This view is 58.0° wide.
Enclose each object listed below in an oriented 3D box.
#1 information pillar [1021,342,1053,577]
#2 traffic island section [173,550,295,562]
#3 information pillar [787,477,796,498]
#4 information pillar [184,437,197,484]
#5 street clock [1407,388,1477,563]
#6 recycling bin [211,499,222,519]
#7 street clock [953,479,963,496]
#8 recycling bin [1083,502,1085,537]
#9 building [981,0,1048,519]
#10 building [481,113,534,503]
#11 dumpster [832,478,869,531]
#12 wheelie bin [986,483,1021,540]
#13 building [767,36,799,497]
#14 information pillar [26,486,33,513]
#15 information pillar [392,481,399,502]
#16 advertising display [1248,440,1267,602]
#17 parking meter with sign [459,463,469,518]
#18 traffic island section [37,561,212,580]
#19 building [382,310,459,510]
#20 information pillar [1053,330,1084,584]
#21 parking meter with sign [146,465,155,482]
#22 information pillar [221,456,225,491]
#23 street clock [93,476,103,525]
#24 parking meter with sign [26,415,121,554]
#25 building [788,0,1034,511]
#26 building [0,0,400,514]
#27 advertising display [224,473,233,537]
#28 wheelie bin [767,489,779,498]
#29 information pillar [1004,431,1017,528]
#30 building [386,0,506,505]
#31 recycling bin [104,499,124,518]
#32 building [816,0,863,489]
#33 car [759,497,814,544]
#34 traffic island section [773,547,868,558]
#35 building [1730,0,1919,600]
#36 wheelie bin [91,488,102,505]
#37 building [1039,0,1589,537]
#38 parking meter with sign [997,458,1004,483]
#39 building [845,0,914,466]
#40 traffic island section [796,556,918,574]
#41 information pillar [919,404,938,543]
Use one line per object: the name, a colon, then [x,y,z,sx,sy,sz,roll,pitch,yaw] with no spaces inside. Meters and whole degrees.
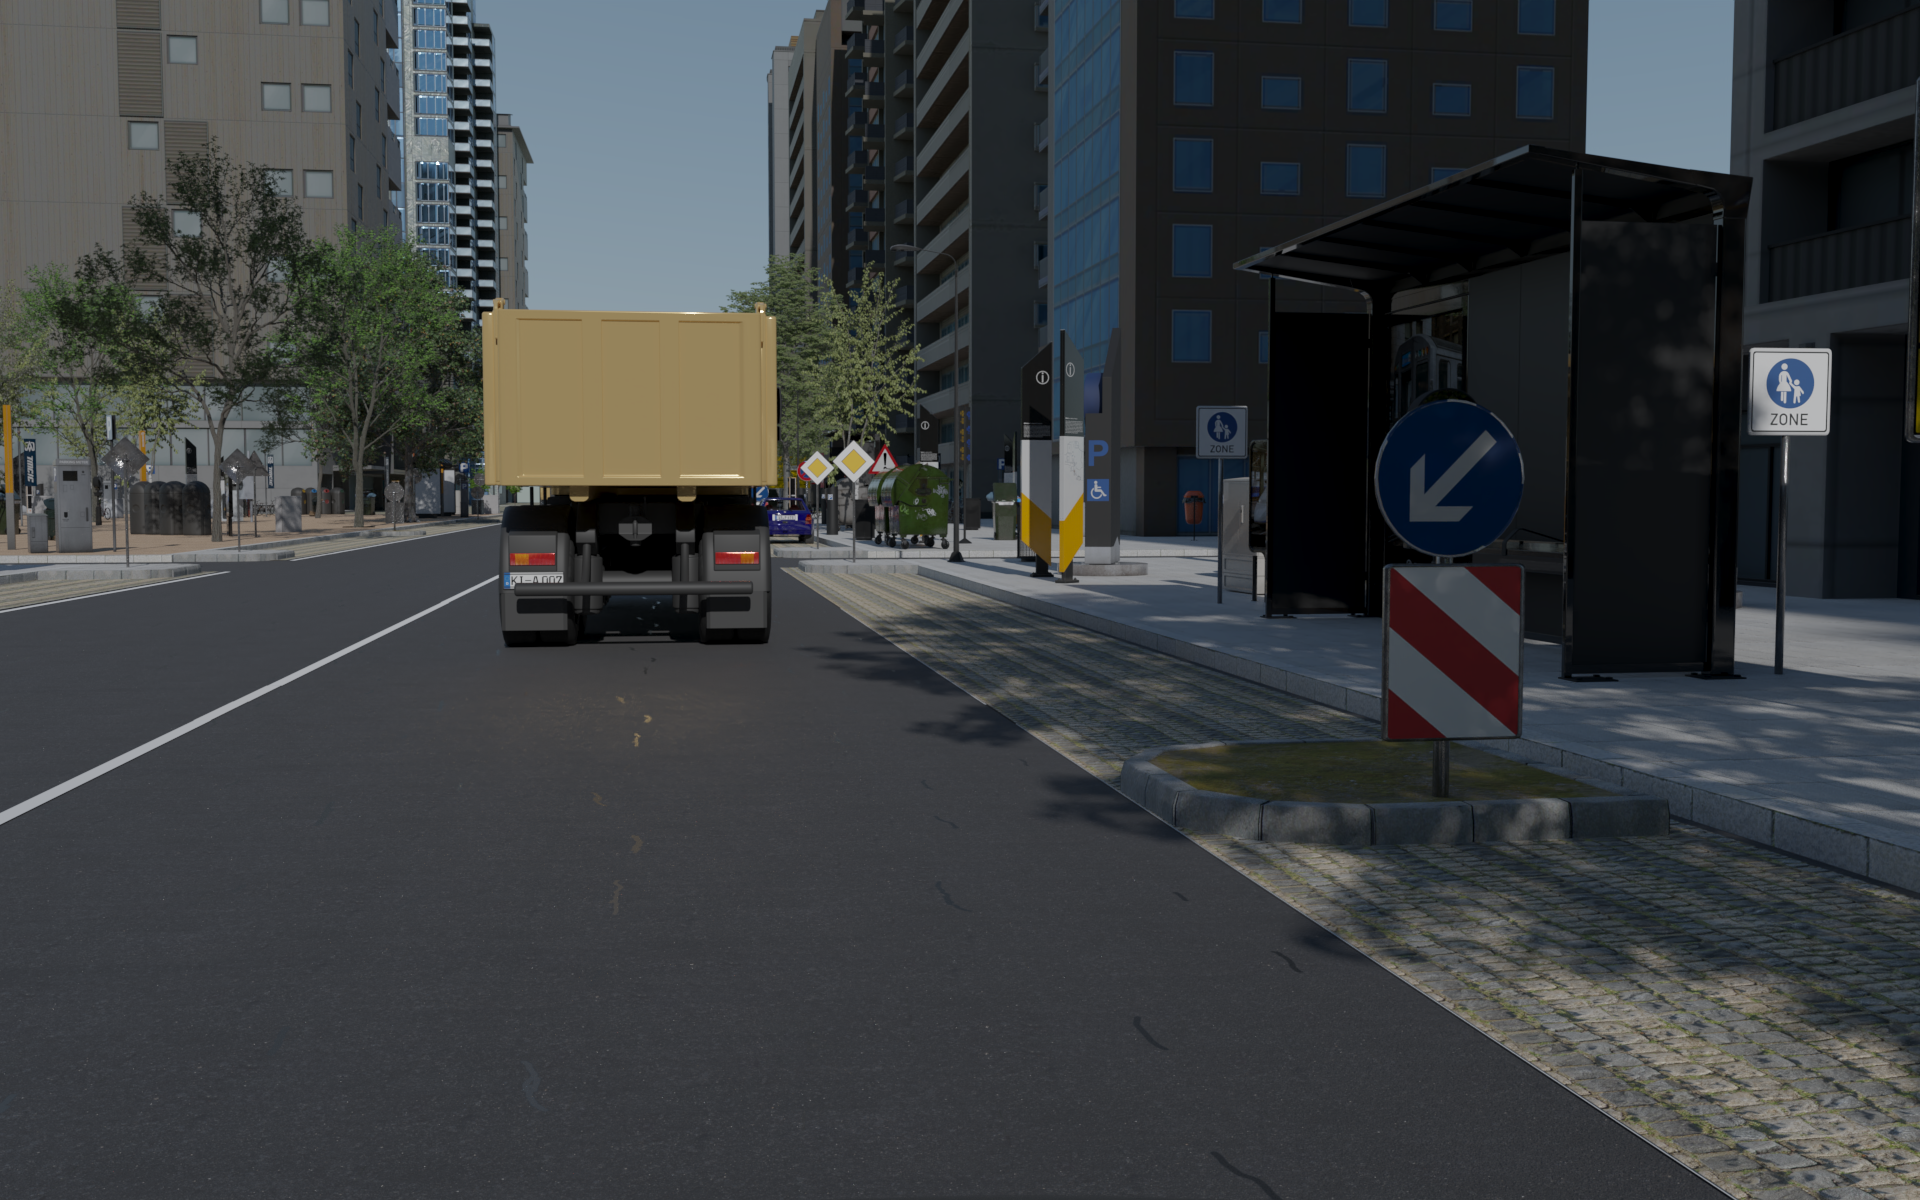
information pillar: [1.187,-2.159,26.658,0.504,3.616,0.183,-1,4,-12]
traffic island section: [-15.902,-0.972,38.169,2.009,0.180,2.903,-1,4,-10]
information pillar: [-7.382,-4.373,75.990,0.304,2.012,0.304,-2,4,-25]
information pillar: [-31.665,-4.892,71.331,0.183,3.616,0.504,2,4,34]
street clock: [3.324,-0.452,11.959,0.471,2.002,0.358,0,4,-1]
recycling bin: [-39.252,-4.806,91.127,0.722,1.027,0.722,0,4,6]
street clock: [-0.091,-4.784,82.793,0.358,2.002,0.471,3,5,42]
recycling bin: [3.938,-2.438,52.418,0.722,1.027,0.722,-1,4,-10]
building: [9.361,-29.118,99.783,21.300,48.544,21.600,-1,4,-10]
building: [-74.745,-39.906,241.705,28.713,52.752,27.495,-1,4,-10]
dumpster: [-3.816,-3.338,60.333,1.264,1.857,1.865,-1,4,-10]
wheelie bin: [1.210,-2.461,48.142,0.980,1.594,0.693,0,4,-6]
building: [-15.003,-42.169,231.466,21.231,58.520,28.212,-1,4,-10]
information pillar: [-52.765,-5.732,98.204,0.304,2.012,0.304,-3,4,-38]
information pillar: [-31.521,-5.643,96.749,0.304,2.012,0.304,-3,5,-39]
advertising display: [3.734,-0.924,20.319,0.123,1.923,0.974,-2,4,-28]
parking meter with sign: [-27.342,-6.070,95.498,0.543,3.016,1.738,-1,4,-15]
traffic island section: [-14.576,-0.490,30.295,2.009,0.180,2.903,-1,4,-10]
building: [-59.369,-18.637,149.753,27.650,21.520,28.899,-1,4,-10]
information pillar: [1.599,-2.053,24.929,0.183,3.616,0.504,3,5,40]
parking meter with sign: [-47.889,-6.496,102.467,0.543,3.016,1.738,-2,4,-26]
information pillar: [-45.004,-6.976,105.408,0.504,3.616,0.183,-3,5,-42]
street clock: [-35.445,-4.077,71.228,0.358,2.002,0.471,0,4,-5]
parking meter with sign: [-19.386,-2.540,37.791,1.738,3.016,0.543,-3,4,-37]
building: [-5.609,-33.580,172.733,21.300,48.544,21.600,-1,4,-10]
building: [-54.615,-32.527,121.059,28.713,52.752,27.495,-1,4,-10]
advertising display: [-22.214,-2.900,52.626,0.123,1.923,0.974,-2,4,-30]
wheelie bin: [-10.129,-5.163,92.324,0.980,1.594,0.693,-3,4,-37]
information pillar: [1.923,-4.657,67.489,0.504,3.616,0.183,3,4,38]
building: [-67.375,-55.024,212.309,22.319,86.520,31.000,-1,4,-10]
recycling bin: [-45.159,-4.885,92.418,0.722,1.027,0.722,0,4,3]
building: [-5.232,-30.864,154.729,14.600,45.320,14.200,-1,4,-10]
car: [-5.240,-2.329,50.654,1.945,1.354,3.894,-1,4,-10]
traffic island section: [-3.287,-1.101,40.282,2.009,0.180,2.903,-1,4,-10]
building: [21.383,-35.332,15.927,20.563,71.187,20.611,-1,4,-10]
wheelie bin: [-47.634,-5.331,95.072,0.693,1.594,0.980,2,4,26]
building: [11.018,-24.947,57.986,14.200,45.320,14.600,-1,4,-10]
parking meter with sign: [2.258,-5.455,85.452,0.543,3.016,1.738,1,4,12]
building: [2.754,-29.337,134.291,22.147,44.769,28.867,-1,4,-10]
traffic island section: [-1.961,-0.619,32.407,2.009,0.180,2.903,-1,4,-10]
information pillar: [-0.817,-3.278,44.947,0.504,3.616,0.183,0,4,5]
